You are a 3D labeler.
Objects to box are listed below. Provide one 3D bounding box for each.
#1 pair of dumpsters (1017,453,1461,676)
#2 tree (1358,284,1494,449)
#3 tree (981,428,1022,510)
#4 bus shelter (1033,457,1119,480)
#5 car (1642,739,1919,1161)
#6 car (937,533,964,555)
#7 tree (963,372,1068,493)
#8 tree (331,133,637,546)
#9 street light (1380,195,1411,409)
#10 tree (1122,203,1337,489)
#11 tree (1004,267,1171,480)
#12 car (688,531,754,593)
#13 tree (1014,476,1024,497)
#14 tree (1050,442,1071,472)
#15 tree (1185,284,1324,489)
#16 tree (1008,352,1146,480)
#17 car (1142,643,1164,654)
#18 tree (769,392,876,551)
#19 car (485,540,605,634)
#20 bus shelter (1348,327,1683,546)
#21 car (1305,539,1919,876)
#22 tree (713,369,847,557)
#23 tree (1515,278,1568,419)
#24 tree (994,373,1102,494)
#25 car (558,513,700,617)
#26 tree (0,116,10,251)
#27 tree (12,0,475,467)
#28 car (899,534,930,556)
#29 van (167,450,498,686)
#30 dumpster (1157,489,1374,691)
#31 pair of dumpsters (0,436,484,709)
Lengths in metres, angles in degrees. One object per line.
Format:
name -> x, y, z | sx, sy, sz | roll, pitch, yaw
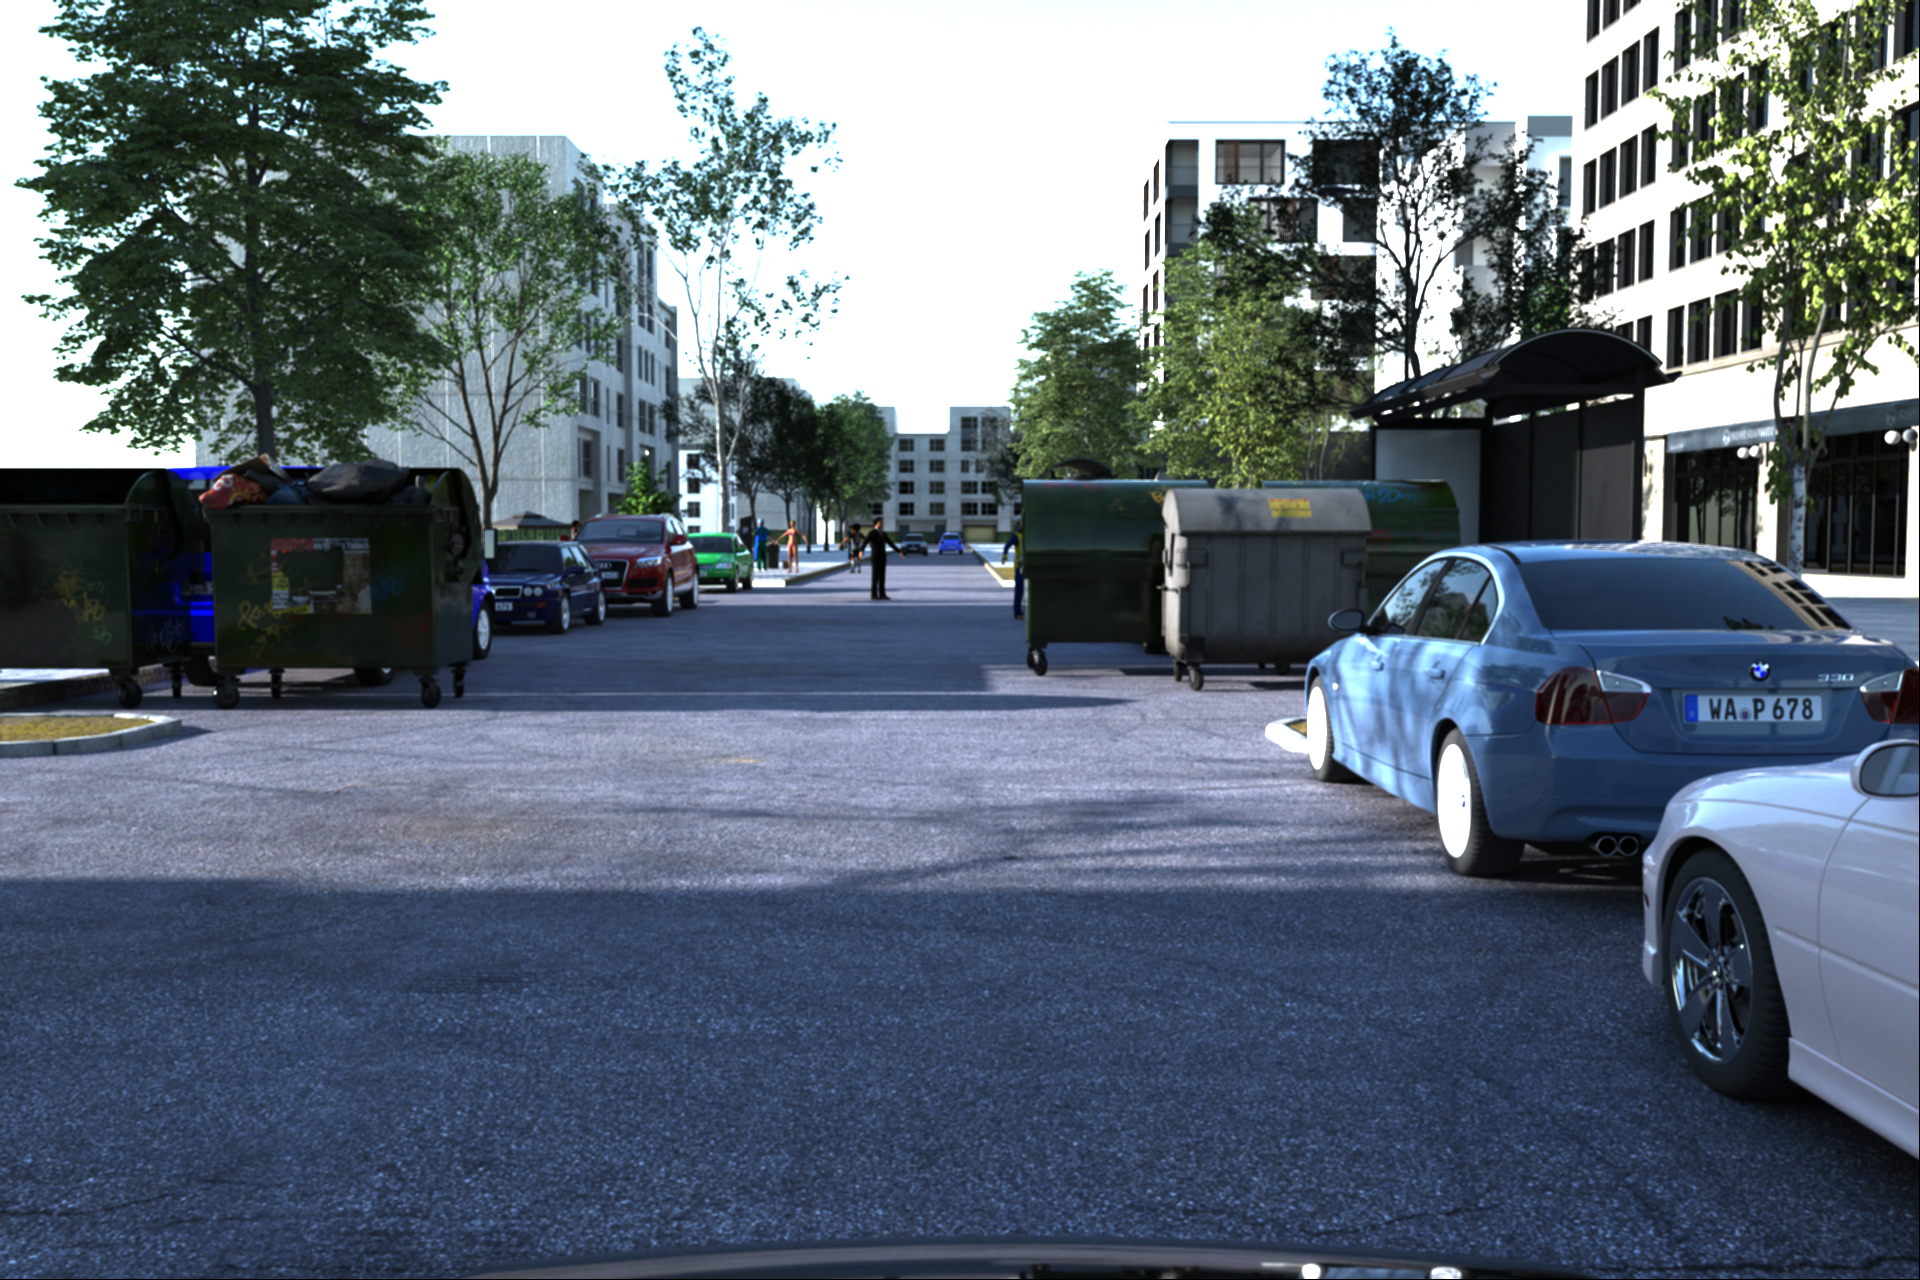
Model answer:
pair of dumpsters -> 2.811, -0.796, 17.967 | 4.436, 2.255, 1.574 | 0, 3, 0
tree -> 14.232, -6.100, 50.094 | 4.360, 8.622, 3.978 | 0, 3, 0
tree -> 5.498, -12.673, 141.612 | 7.601, 10.594, 8.767 | 1, 4, 18
bus shelter -> 3.144, -3.322, 48.233 | 2.014, 3.302, 5.546 | 0, 4, -1
car -> 2.858, 0.573, 2.994 | 2.083, 1.381, 4.827 | 0, 4, -1
car -> -0.651, -6.922, 122.759 | 1.945, 1.707, 3.694 | 0, 4, -1
tree -> 5.288, -13.245, 126.926 | 12.009, 13.543, 11.850 | 0, 3, 0
tree -> -12.240, -7.278, 44.751 | 9.928, 11.665, 9.643 | 0, 3, 0
street light -> 6.531, -3.102, 23.256 | 1.470, 5.913, 1.316 | 0, 4, 0
tree -> 9.504, -8.681, 60.061 | 7.486, 12.596, 7.792 | 0, 3, 0
tree -> 5.441, -9.535, 74.019 | 7.486, 12.596, 7.792 | 0, 3, 0
car -> -6.285, -2.125, 43.536 | 1.959, 1.807, 4.718 | 0, 4, 0
tree -> 6.301, -10.247, 117.893 | 4.360, 8.622, 3.978 | 0, 3, 0
tree -> 5.577, -9.849, 111.393 | 4.360, 8.622, 3.978 | 0, 3, 0
tree -> 8.439, -6.132, 50.617 | 4.737, 8.622, 4.395 | 0, 3, 0
tree -> 5.901, -9.334, 87.022 | 7.601, 10.594, 8.767 | 0, 4, -1
car -> 3.007, -0.763, 22.058 | 1.945, 1.707, 3.694 | 0, 4, -1
tree -> -9.976, -12.354, 127.738 | 9.928, 11.665, 9.643 | 0, 3, 0
car -> -6.497, -0.821, 26.003 | 1.945, 1.354, 3.894 | 0, 3, 0
bus shelter -> 6.037, -1.578, 19.724 | 2.014, 3.302, 5.546 | 0, 3, 0
car -> 2.932, 0.212, 8.545 | 2.014, 1.417, 4.499 | 0, 4, 0
tree -> -9.795, -9.965, 97.340 | 7.601, 10.594, 8.767 | 1, 4, 16
tree -> 23.111, -8.478, 64.373 | 9.928, 11.665, 9.643 | 0, 3, 0
tree -> 5.429, -9.941, 96.955 | 7.601, 10.594, 8.767 | -1, 4, -17
car -> -6.040, -1.406, 31.658 | 2.281, 1.827, 5.304 | 0, 4, -1
tree -> -12.651, -4.200, 19.025 | 4.360, 8.622, 3.978 | 0, 3, 0
tree -> -12.030, -6.802, 29.345 | 7.486, 12.596, 7.792 | 0, 3, 0
car -> -2.975, -6.305, 112.876 | 2.009, 1.686, 4.222 | 0, 4, 0
van -> -6.353, -0.834, 18.027 | 2.240, 2.365, 5.245 | 0, 3, 0
dumpster -> 2.843, -0.495, 16.310 | 1.865, 1.857, 1.264 | 0, 4, -1
pair of dumpsters -> -6.395, -0.589, 14.580 | 4.436, 2.255, 1.574 | 0, 4, 0
